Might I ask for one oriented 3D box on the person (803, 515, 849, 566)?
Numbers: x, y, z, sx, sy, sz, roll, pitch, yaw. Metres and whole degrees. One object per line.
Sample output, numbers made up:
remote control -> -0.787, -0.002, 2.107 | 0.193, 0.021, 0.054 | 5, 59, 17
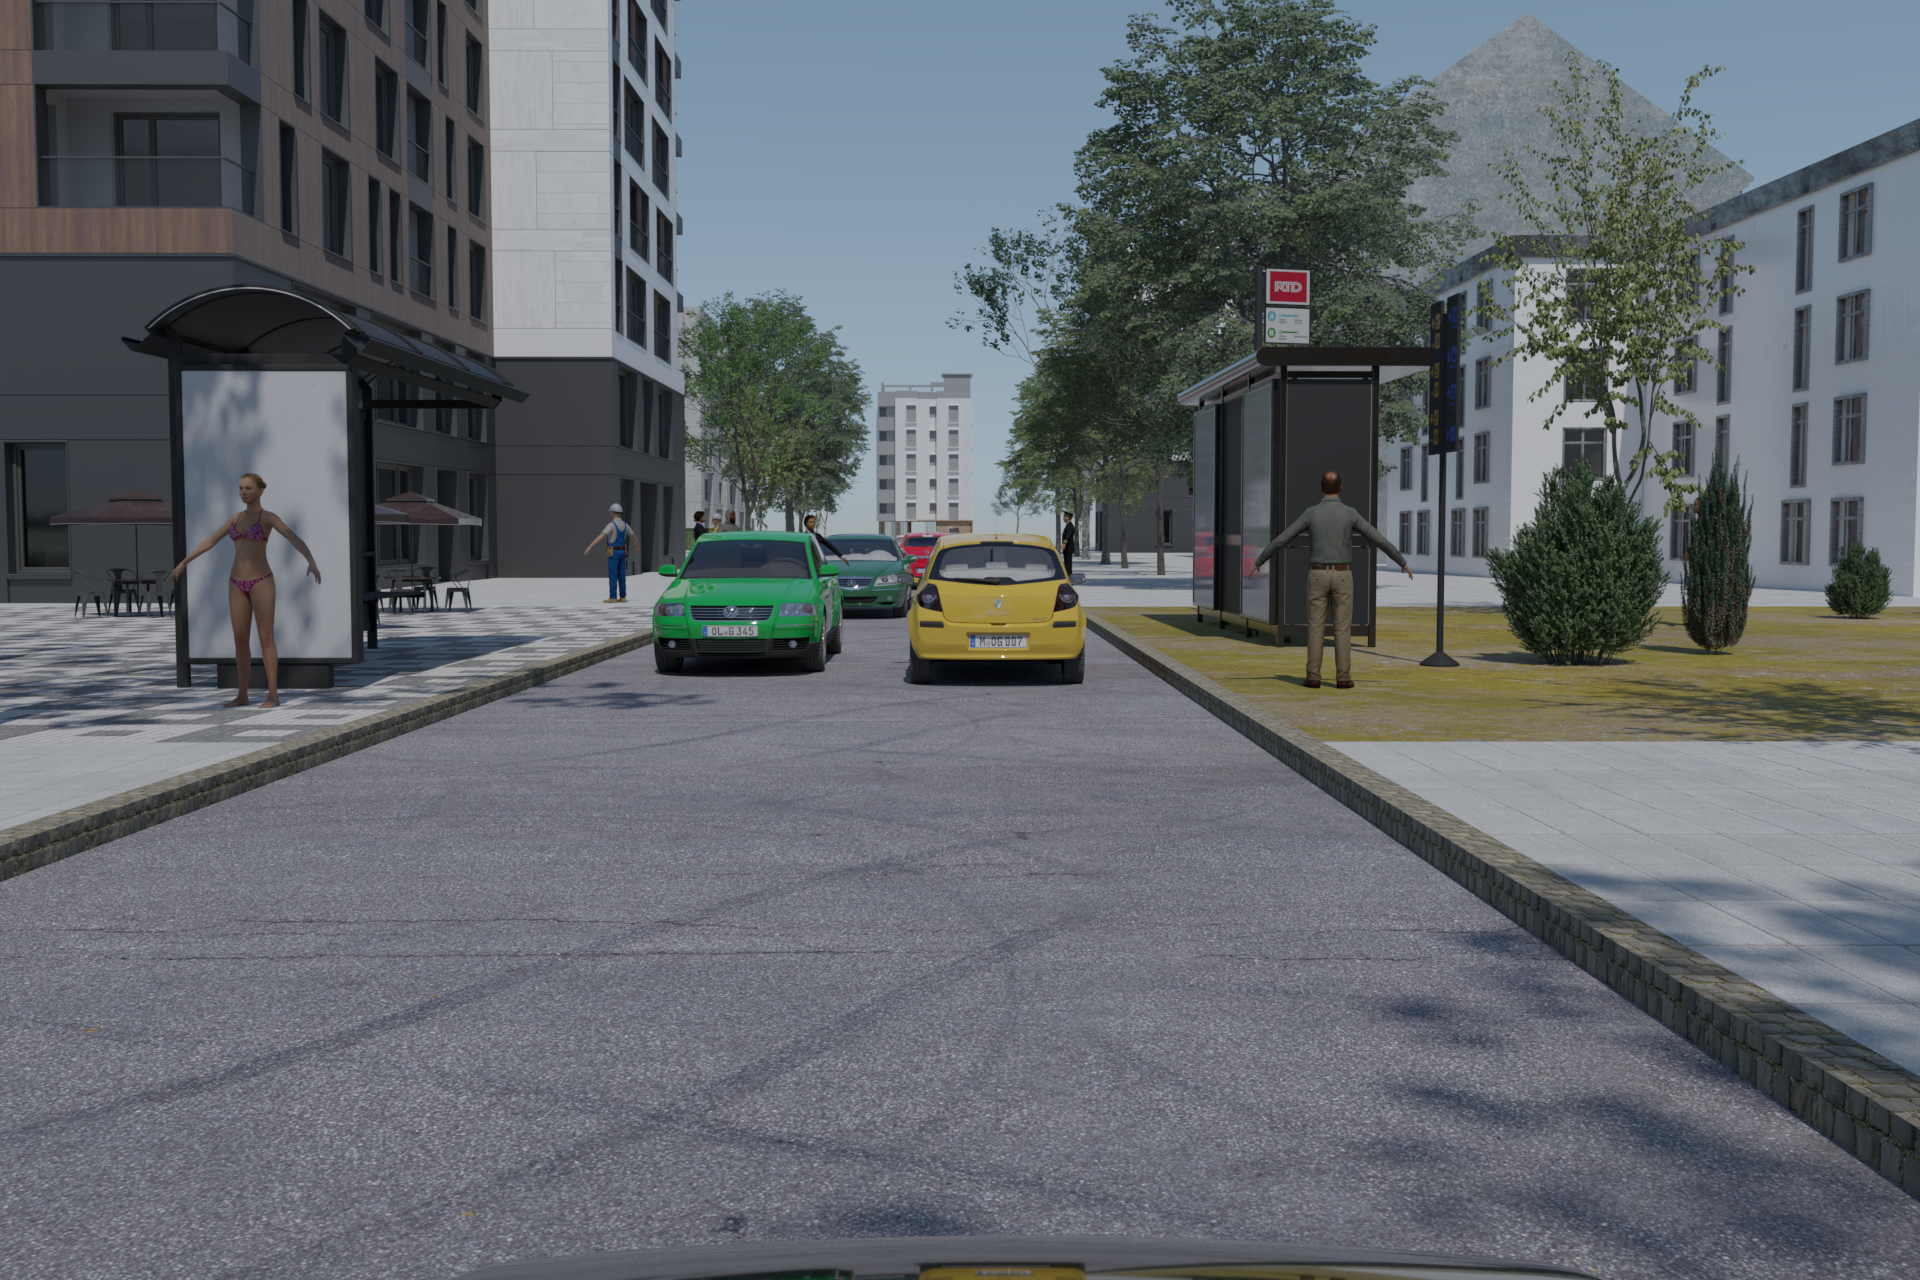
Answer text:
person -> -2.330, -1.118, 27.458 | 1.216, 1.740, 0.721 | -2, 4, -27

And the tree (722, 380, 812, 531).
tree -> -9.142, -7.997, 81.116 | 4.737, 8.622, 4.395 | 0, 3, 0

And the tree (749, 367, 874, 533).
tree -> -9.293, -10.819, 102.650 | 9.928, 11.665, 9.643 | 0, 3, 0

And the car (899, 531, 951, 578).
car -> -0.843, -2.262, 46.017 | 2.155, 1.783, 4.494 | 0, 4, 0

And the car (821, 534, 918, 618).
car -> -1.814, -1.188, 31.217 | 2.131, 1.459, 4.920 | 0, 4, 0

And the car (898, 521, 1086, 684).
car -> 0.342, -0.476, 18.013 | 2.015, 1.641, 3.980 | 0, 4, 0

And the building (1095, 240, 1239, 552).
building -> 24.455, -17.901, 136.653 | 27.936, 21.610, 32.646 | 0, 4, 0

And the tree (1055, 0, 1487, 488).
tree -> 7.089, -8.132, 39.619 | 9.857, 13.997, 8.962 | 0, 3, 0

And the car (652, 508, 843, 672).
car -> -2.294, -0.649, 19.407 | 1.959, 1.807, 4.718 | 0, 4, -1

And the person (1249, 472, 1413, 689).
person -> 3.083, -0.499, 14.437 | 1.348, 1.796, 0.705 | 1, 4, 12

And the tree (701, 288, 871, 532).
tree -> -8.769, -11.197, 89.728 | 9.857, 13.997, 8.962 | 0, 3, 0

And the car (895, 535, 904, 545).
car -> -2.584, -4.614, 87.797 | 2.083, 1.381, 4.827 | 0, 4, 0

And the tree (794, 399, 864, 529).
tree -> -17.496, -21.629, 209.524 | 12.611, 20.169, 13.585 | 0, 3, 0

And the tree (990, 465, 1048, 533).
tree -> 7.092, -16.625, 206.236 | 7.601, 10.594, 8.767 | 0, 4, 2

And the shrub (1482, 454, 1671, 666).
shrub -> 6.103, -0.801, 17.143 | 1.661, 2.075, 1.752 | 0, 3, 0

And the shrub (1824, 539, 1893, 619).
shrub -> 13.618, -0.925, 26.245 | 1.383, 1.207, 1.383 | 0, 3, 0

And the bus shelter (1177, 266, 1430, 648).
bus shelter -> 4.285, -2.817, 23.695 | 2.179, 5.291, 8.768 | 0, 4, -1

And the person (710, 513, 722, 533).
person -> -5.761, -2.076, 40.404 | 0.721, 1.772, 1.216 | -2, 4, -30

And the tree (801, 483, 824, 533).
tree -> -9.435, -10.195, 117.052 | 4.360, 8.622, 3.978 | 0, 3, 0

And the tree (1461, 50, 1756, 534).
tree -> 9.944, -4.633, 26.113 | 4.737, 8.622, 4.395 | 0, 3, 0

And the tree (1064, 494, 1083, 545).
tree -> 14.108, -15.586, 205.188 | 4.737, 8.622, 4.395 | 0, 3, 0

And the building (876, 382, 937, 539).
building -> -9.691, -21.383, 208.488 | 11.380, 20.090, 16.016 | 0, 4, 6

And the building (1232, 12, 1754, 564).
building -> 23.894, -15.395, 82.634 | 19.493, 23.208, 18.063 | 0, 3, 0

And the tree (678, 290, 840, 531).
tree -> -8.879, -9.013, 73.114 | 9.928, 11.665, 9.643 | 0, 3, 0

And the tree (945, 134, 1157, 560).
tree -> 5.648, -13.997, 84.741 | 12.611, 20.169, 13.585 | 0, 3, 0

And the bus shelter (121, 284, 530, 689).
bus shelter -> -5.808, -1.400, 16.819 | 2.014, 3.302, 5.546 | 0, 4, -1

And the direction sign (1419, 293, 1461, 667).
direction sign -> 4.673, -1.515, 16.772 | 0.379, 3.537, 0.876 | 0, 4, -1

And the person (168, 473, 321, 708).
person -> -5.264, -0.366, 12.789 | 1.217, 1.733, 0.721 | 1, 4, 10

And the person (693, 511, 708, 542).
person -> -5.023, -1.675, 34.108 | 0.721, 1.740, 1.216 | -1, 4, -19

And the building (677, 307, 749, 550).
building -> -28.656, -17.389, 150.766 | 16.747, 18.905, 31.486 | 0, 4, 0

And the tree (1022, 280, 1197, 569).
tree -> 5.796, -7.932, 64.108 | 7.601, 10.594, 8.767 | 0, 4, 4

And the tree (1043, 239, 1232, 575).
tree -> 5.945, -7.277, 53.394 | 7.601, 10.594, 8.767 | -2, 4, -28

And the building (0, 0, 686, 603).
building -> -23.966, -12.450, 47.533 | 27.936, 21.610, 32.646 | 0, 4, -1

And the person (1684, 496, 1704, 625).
person -> 10.233, -1.087, 23.991 | 0.704, 1.802, 1.346 | 1, 4, 16

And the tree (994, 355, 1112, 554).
tree -> 5.965, -11.685, 109.178 | 7.486, 12.596, 7.792 | 0, 3, 0

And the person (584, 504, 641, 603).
person -> -6.425, -1.618, 32.309 | 0.705, 1.847, 1.347 | 3, 4, 36

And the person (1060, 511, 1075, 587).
person -> 2.558, -2.171, 41.430 | 0.705, 1.837, 1.347 | 0, 4, 7

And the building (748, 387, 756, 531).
building -> -27.076, -19.484, 174.975 | 16.016, 20.090, 11.380 | 0, 4, -1

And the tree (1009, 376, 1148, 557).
tree -> 6.759, -10.525, 97.845 | 9.928, 11.665, 9.643 | 0, 3, 0

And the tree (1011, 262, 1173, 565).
tree -> 6.021, -9.440, 72.477 | 7.486, 12.596, 7.792 | 0, 3, 0

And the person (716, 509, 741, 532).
person -> -4.842, -1.870, 36.697 | 0.705, 1.813, 1.348 | 3, 5, 41

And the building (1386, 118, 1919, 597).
building -> 20.022, -6.531, 48.923 | 9.099, 9.664, 28.070 | 0, 4, 0

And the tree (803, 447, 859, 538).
tree -> -8.796, -9.812, 110.795 | 4.360, 8.622, 3.978 | 0, 3, 0
